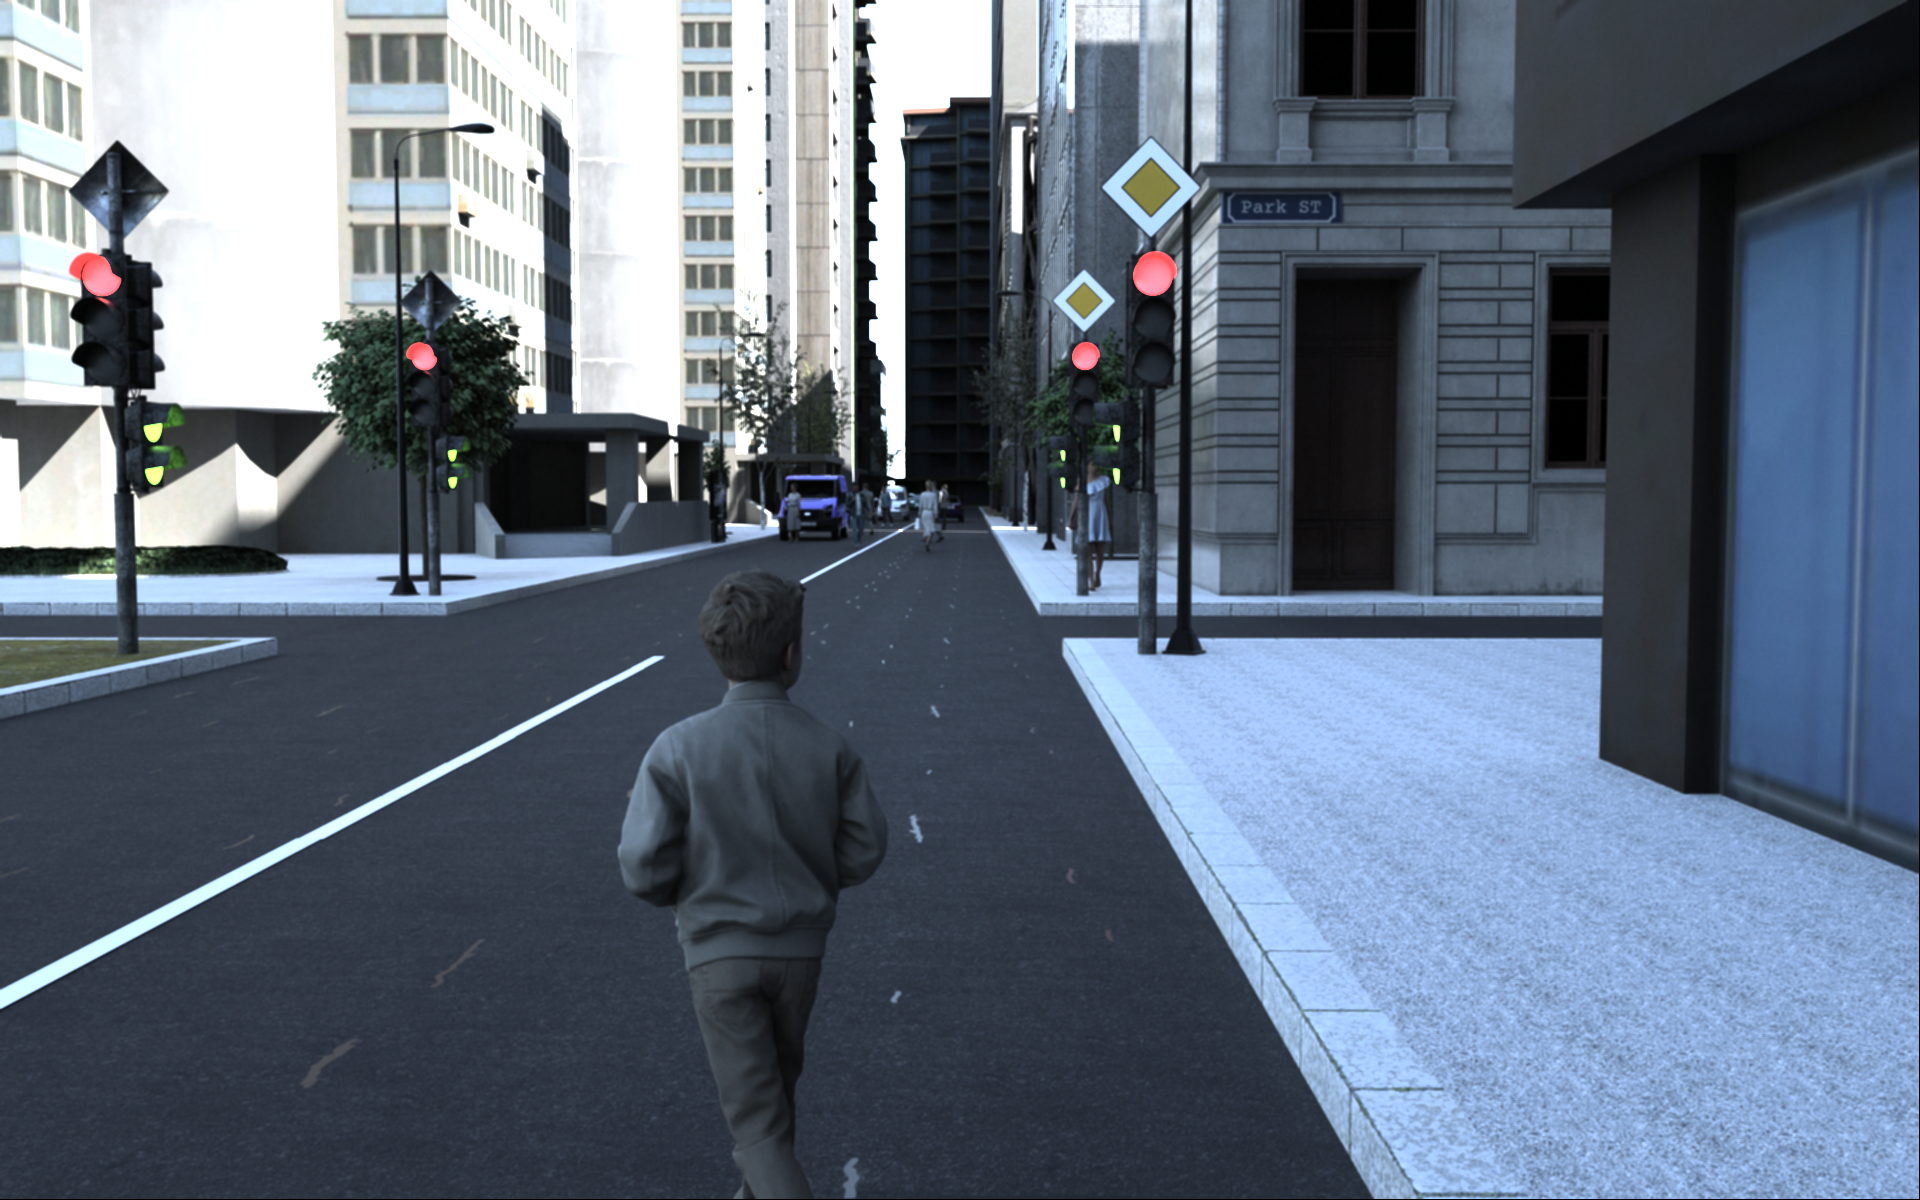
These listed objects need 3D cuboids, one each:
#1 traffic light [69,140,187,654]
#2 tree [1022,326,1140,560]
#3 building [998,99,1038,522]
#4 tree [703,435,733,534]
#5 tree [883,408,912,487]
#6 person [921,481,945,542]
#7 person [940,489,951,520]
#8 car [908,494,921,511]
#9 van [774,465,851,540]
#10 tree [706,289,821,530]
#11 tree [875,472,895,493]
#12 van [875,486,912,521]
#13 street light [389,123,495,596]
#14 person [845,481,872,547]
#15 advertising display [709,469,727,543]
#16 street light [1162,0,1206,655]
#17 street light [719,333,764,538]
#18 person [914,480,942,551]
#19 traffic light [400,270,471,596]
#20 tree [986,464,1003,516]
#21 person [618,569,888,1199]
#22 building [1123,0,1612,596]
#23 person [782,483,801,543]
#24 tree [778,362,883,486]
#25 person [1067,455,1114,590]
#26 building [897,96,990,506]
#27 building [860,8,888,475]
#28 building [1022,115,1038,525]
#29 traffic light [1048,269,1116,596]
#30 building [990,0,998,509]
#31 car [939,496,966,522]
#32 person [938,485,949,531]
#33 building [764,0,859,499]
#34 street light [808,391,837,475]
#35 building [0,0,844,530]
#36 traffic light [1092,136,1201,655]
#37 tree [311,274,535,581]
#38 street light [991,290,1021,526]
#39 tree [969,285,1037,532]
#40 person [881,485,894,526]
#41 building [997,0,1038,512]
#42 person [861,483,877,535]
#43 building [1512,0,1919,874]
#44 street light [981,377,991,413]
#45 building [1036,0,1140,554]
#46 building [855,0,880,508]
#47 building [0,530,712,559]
[{"bbox_3d":[-6.677,-1.523,13.823,0.839,4.253,0.868,0,4,0],"label":"traffic light"},{"bbox_3d":[2.942,-3.085,34.162,4.285,4.588,4.351,0,3,0],"label":"tree"},{"bbox_3d":[6.976,-14.606,87.956,9.793,20.994,18.267,0,4,0],"label":"building"},{"bbox_3d":[-7.813,-3.743,55.799,1.663,3.219,1.824,0,3,0],"label":"tree"},{"bbox_3d":[-6.217,-11.903,144.968,4.737,8.622,4.395,0,3,0],"label":"tree"},{"bbox_3d":[-0.815,-2.630,51.599,0.767,1.812,0.694,-1,4,-12],"label":"person"},{"bbox_3d":[-0.879,-5.304,95.411,0.709,1.800,0.728,3,5,43],"label":"person"},{"bbox_3d":[-3.273,-7.522,131.785,1.959,1.807,4.718,0,4,-1],"label":"car"},{"bbox_3d":[-4.638,-3.119,55.382,2.240,2.365,5.245,0,4,0],"label":"van"},{"bbox_3d":[-7.038,-6.816,61.805,4.360,8.622,3.978,0,3,0],"label":"tree"},{"bbox_3d":[-6.591,-9.446,149.046,1.663,3.219,1.824,0,3,0],"label":"tree"},{"bbox_3d":[-3.568,-5.283,93.390,2.013,2.044,4.112,0,4,0],"label":"van"},{"bbox_3d":[-6.521,-3.015,21.835,1.470,5.913,1.316,0,4,0],"label":"street light"},{"bbox_3d":[-2.814,-2.347,47.218,0.623,1.781,0.721,-3,5,-40],"label":"person"},{"bbox_3d":[-6.372,-2.473,45.653,0.123,1.923,0.974,1,4,13],"label":"advertising display"},{"bbox_3d":[1.262,-2.522,13.778,1.470,5.913,1.316,0,4,0],"label":"street light"},{"bbox_3d":[-6.344,-4.733,49.932,1.470,5.913,1.316,0,4,0],"label":"street light"},{"bbox_3d":[-0.832,-2.127,43.632,0.694,1.780,0.624,2,4,32],"label":"person"},{"bbox_3d":[-6.629,-2.011,21.808,0.839,4.253,0.868,0,4,0],"label":"traffic light"},{"bbox_3d":[2.541,-6.490,100.719,1.663,3.219,1.824,0,3,0],"label":"tree"},{"bbox_3d":[-0.361,0.598,2.988,0.475,1.303,0.640,-3,4,-37],"label":"person"},{"bbox_3d":[13.039,-11.613,26.037,21.152,22.565,11.583,0,4,0],"label":"building"},{"bbox_3d":[-4.963,-2.571,51.102,0.480,1.755,0.524,1,4,23],"label":"person"},{"bbox_3d":[-7.548,-8.828,94.706,4.737,8.622,4.395,0,3,0],"label":"tree"},{"bbox_3d":[1.750,-1.045,23.219,0.616,1.811,0.778,0,4,5],"label":"person"},{"bbox_3d":[6.416,-32.803,190.959,28.867,44.769,22.147,0,4,0],"label":"building"},{"bbox_3d":[-23.722,-53.671,190.192,31.000,86.520,22.319,0,4,0],"label":"building"},{"bbox_3d":[10.899,-12.396,70.131,16.820,18.784,16.811,0,4,0],"label":"building"},{"bbox_3d":[1.533,-2.009,21.775,0.839,4.253,0.868,0,4,0],"label":"traffic light"},{"bbox_3d":[13.244,-37.674,157.970,21.231,58.520,28.212,0,4,0],"label":"building"},{"bbox_3d":[-0.662,-4.680,89.099,1.945,1.354,3.894,0,4,-1],"label":"car"},{"bbox_3d":[-0.727,-3.607,67.654,0.592,1.802,0.473,-2,4,-31],"label":"person"},{"bbox_3d":[-13.659,-25.729,104.262,14.154,41.232,14.086,0,4,0],"label":"building"},{"bbox_3d":[-6.237,-6.444,77.899,1.470,5.913,1.316,0,4,0],"label":"street light"},{"bbox_3d":[-21.774,-23.616,78.009,32.217,40.220,23.993,0,4,0],"label":"building"},{"bbox_3d":[1.485,-1.521,13.790,0.839,4.253,0.868,0,4,0],"label":"traffic light"},{"bbox_3d":[-8.006,-2.590,26.066,4.285,4.588,4.351,0,3,0],"label":"tree"},{"bbox_3d":[1.512,-4.103,39.627,1.470,5.913,1.316,0,4,0],"label":"street light"},{"bbox_3d":[2.223,-6.636,58.869,4.360,8.622,3.978,0,3,0],"label":"tree"},{"bbox_3d":[-3.240,-4.197,77.143,0.660,1.820,0.620,2,4,35],"label":"person"},{"bbox_3d":[13.225,-29.835,111.510,21.300,48.544,21.600,0,4,0],"label":"building"},{"bbox_3d":[-3.309,-3.208,61.046,0.694,1.812,0.767,-2,4,-26],"label":"person"},{"bbox_3d":[9.611,-21.418,0.295,14.600,45.320,14.200,0,4,0],"label":"building"},{"bbox_3d":[1.667,-5.870,68.517,1.470,5.913,1.316,0,4,0],"label":"street light"},{"bbox_3d":[8.450,-13.946,46.040,12.078,24.808,19.932,0,4,0],"label":"building"},{"bbox_3d":[-21.046,-31.022,161.835,28.867,44.769,22.147,0,4,0],"label":"building"},{"bbox_3d":[-23.059,-21.379,41.436,32.217,40.220,23.993,0,4,0],"label":"building"}]
